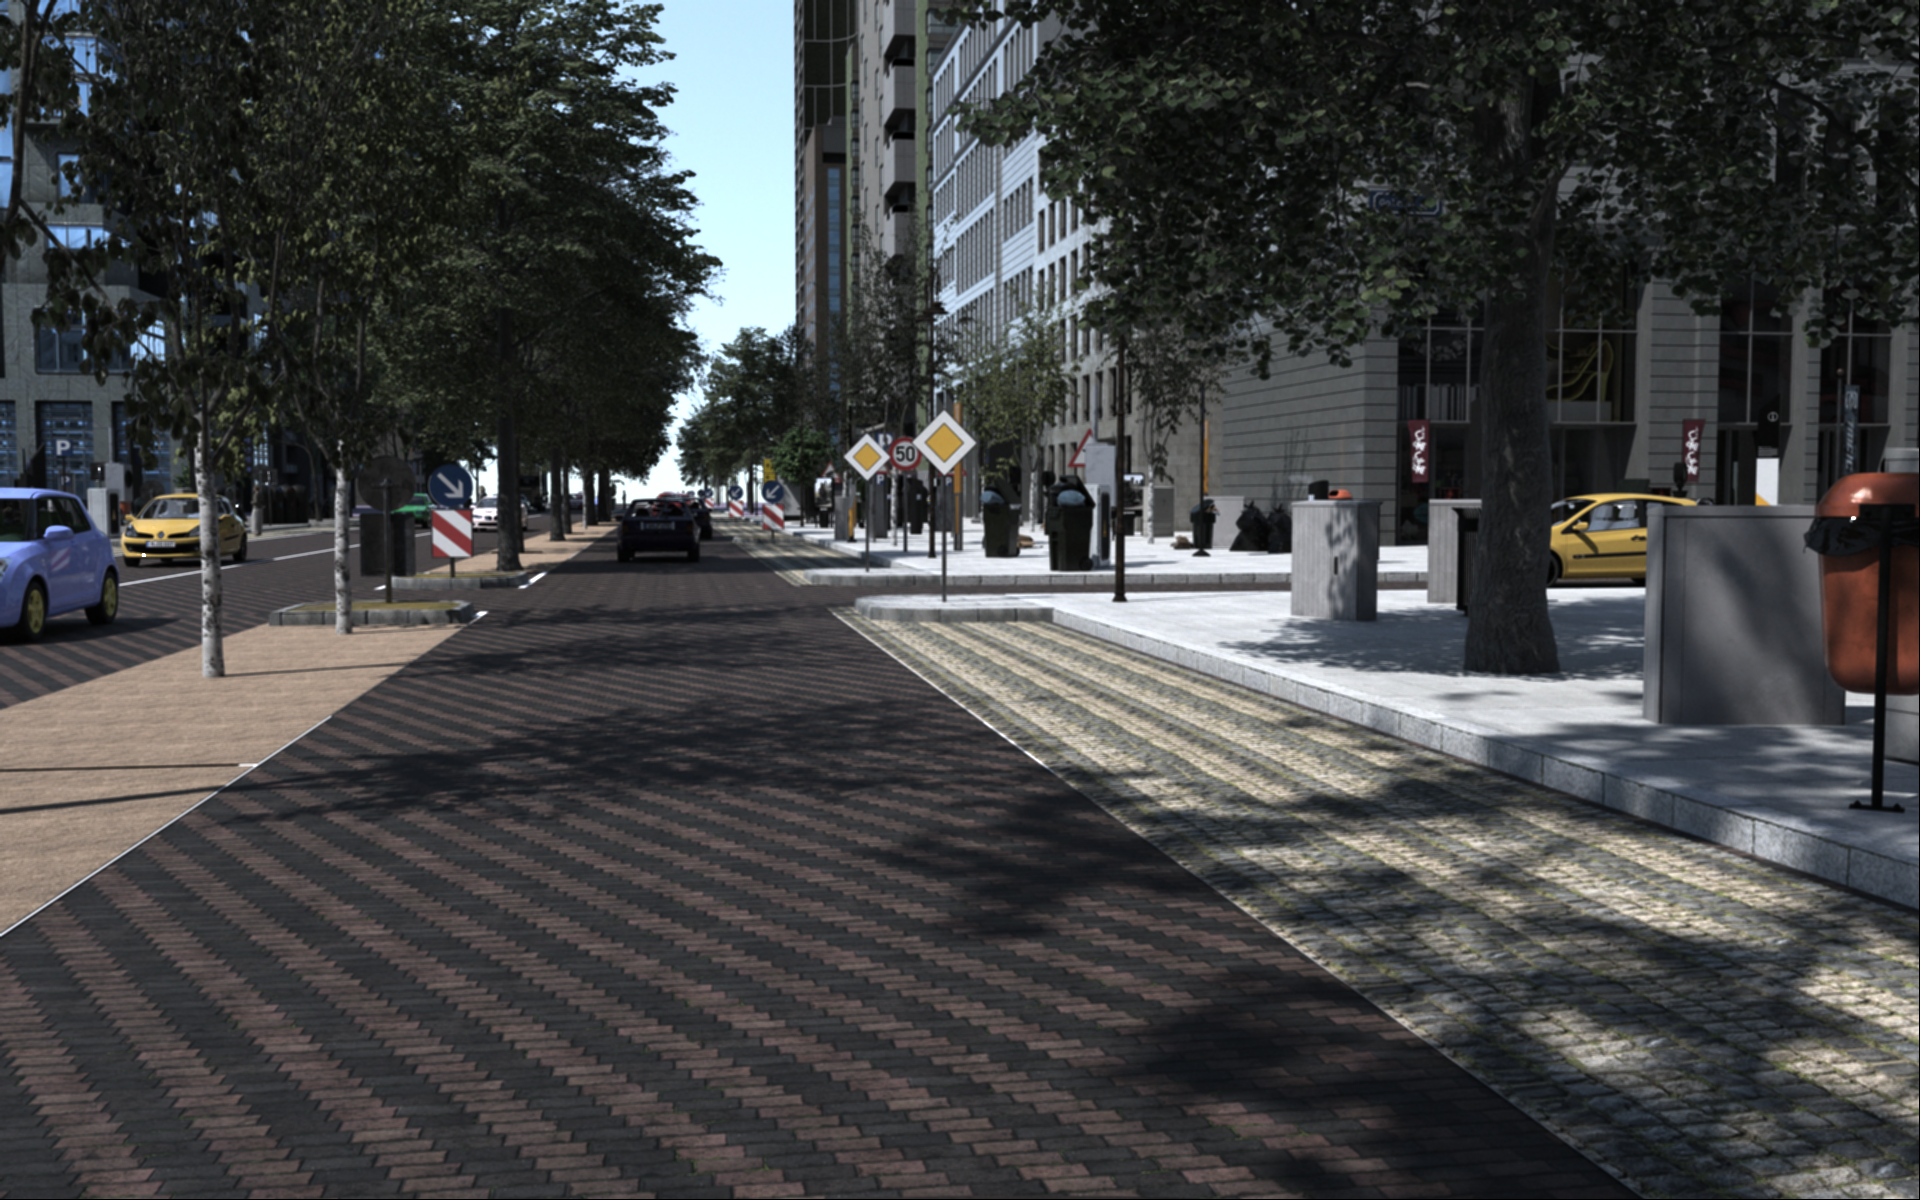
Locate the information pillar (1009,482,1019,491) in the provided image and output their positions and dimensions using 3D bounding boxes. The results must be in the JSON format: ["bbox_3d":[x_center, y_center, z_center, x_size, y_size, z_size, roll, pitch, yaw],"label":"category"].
[{"bbox_3d":[1.983,-3.613,63.568,0.304,2.012,0.304,-2,4,-25],"label":"information pillar"}]

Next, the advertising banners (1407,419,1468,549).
[{"bbox_3d":[11.394,-2.688,40.143,2.074,3.025,0.090,2,4,25],"label":"advertising banners"}]

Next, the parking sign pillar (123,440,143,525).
[{"bbox_3d":[-34.630,-5.153,72.722,1.447,3.967,1.447,-2,4,-28],"label":"parking sign pillar"}]

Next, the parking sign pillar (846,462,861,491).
[{"bbox_3d":[-5.762,-6.699,97.993,1.447,3.967,1.447,1,4,16],"label":"parking sign pillar"}]

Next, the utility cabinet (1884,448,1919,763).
[{"bbox_3d":[5.042,0.019,8.360,1.173,1.500,0.318,-1,4,-16],"label":"utility cabinet"}]

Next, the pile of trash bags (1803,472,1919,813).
[{"bbox_3d":[5.070,0.198,6.517,3.447,1.369,1.912,2,4,30],"label":"pile of trash bags"}]

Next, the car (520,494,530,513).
[{"bbox_3d":[-33.590,-7.294,131.053,2.131,1.459,4.920,-1,4,-9],"label":"car"}]

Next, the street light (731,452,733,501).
[{"bbox_3d":[-18.870,-10.408,142.960,0.468,5.910,1.993,-1,4,-10],"label":"street light"}]

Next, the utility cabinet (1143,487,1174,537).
[{"bbox_3d":[5.868,-2.595,51.109,0.318,1.500,1.173,3,5,42],"label":"utility cabinet"}]

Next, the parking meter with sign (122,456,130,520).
[{"bbox_3d":[-37.933,-5.022,78.366,1.738,3.016,0.543,2,4,26],"label":"parking meter with sign"}]

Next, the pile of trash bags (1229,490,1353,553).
[{"bbox_3d":[7.470,-1.731,38.056,1.912,1.369,3.447,-2,4,-26],"label":"pile of trash bags"}]

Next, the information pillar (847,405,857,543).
[{"bbox_3d":[-2.849,-3.333,45.852,0.183,3.616,0.504,1,4,11],"label":"information pillar"}]

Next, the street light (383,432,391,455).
[{"bbox_3d":[-33.414,-7.833,100.861,0.468,5.910,1.993,-1,4,-10],"label":"street light"}]

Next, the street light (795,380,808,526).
[{"bbox_3d":[-6.266,-5.858,68.563,0.468,5.910,1.993,-1,4,-10],"label":"street light"}]

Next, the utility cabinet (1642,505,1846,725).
[{"bbox_3d":[4.408,0.087,9.734,1.020,1.237,0.306,0,4,3],"label":"utility cabinet"}]

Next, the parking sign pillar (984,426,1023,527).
[{"bbox_3d":[1.794,-4.909,68.729,1.447,3.967,1.447,0,4,2],"label":"parking sign pillar"}]

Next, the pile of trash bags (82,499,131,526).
[{"bbox_3d":[-34.671,-3.686,70.019,1.912,1.369,3.447,1,4,8],"label":"pile of trash bags"}]

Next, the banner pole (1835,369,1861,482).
[{"bbox_3d":[17.795,-2.741,34.838,0.863,3.779,0.401,-2,4,-29],"label":"banner pole"}]

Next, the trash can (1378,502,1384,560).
[{"bbox_3d":[7.493,-1.258,32.218,0.748,1.137,0.748,0,3,0],"label":"trash can"}]

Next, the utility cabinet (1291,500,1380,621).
[{"bbox_3d":[3.856,-0.412,17.896,0.306,1.237,1.020,-2,4,-30],"label":"utility cabinet"}]

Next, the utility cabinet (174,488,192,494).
[{"bbox_3d":[-28.613,-3.377,63.888,0.318,1.500,1.173,0,4,-8],"label":"utility cabinet"}]

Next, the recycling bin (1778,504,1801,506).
[{"bbox_3d":[19.712,-1.785,41.743,0.722,1.027,0.722,-2,4,-29],"label":"recycling bin"}]

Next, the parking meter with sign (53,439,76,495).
[{"bbox_3d":[-28.686,-3.636,55.701,0.543,3.016,1.738,-1,4,-20],"label":"parking meter with sign"}]

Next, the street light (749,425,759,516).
[{"bbox_3d":[-13.163,-8.344,109.217,0.468,5.910,1.993,-1,4,-10],"label":"street light"}]

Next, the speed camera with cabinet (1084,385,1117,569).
[{"bbox_3d":[2.423,-2.225,30.715,0.660,3.252,2.038,1,4,17],"label":"speed camera with cabinet"}]

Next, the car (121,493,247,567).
[{"bbox_3d":[-15.902,-1.551,35.577,2.015,1.641,3.980,-1,4,-11],"label":"car"}]

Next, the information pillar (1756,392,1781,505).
[{"bbox_3d":[18.739,-2.984,40.143,0.504,3.616,0.183,3,4,38],"label":"information pillar"}]

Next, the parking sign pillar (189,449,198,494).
[{"bbox_3d":[-29.989,-4.891,68.435,1.447,3.967,1.447,0,4,-5],"label":"parking sign pillar"}]

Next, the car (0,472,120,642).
[{"bbox_3d":[-9.982,-0.498,17.735,1.945,1.707,3.694,-1,4,-10],"label":"car"}]

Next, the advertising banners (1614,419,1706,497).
[{"bbox_3d":[16.362,-2.711,40.513,2.074,3.025,0.090,0,4,1],"label":"advertising banners"}]

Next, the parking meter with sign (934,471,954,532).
[{"bbox_3d":[-0.486,-3.818,58.686,0.543,3.016,1.738,-1,4,-20],"label":"parking meter with sign"}]

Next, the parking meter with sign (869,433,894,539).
[{"bbox_3d":[-2.343,-3.298,50.189,0.543,3.016,1.738,-1,4,-14],"label":"parking meter with sign"}]

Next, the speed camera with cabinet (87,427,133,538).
[{"bbox_3d":[-24.883,-3.449,50.733,0.660,3.252,2.038,0,4,-6],"label":"speed camera with cabinet"}]

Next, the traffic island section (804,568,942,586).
[{"bbox_3d":[-1.503,-0.380,28.487,2.009,0.180,2.903,-1,4,-10],"label":"traffic island section"}]

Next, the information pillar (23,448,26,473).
[{"bbox_3d":[-47.819,-5.945,88.557,0.183,3.616,0.504,-2,4,-30],"label":"information pillar"}]

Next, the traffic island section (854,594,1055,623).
[{"bbox_3d":[-0.168,0.102,20.614,2.009,0.180,2.903,-1,4,-10],"label":"traffic island section"}]

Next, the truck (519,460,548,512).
[{"bbox_3d":[-35.548,-9.416,142.867,2.839,4.237,11.283,-1,4,-11],"label":"truck"}]

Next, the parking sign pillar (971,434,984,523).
[{"bbox_3d":[1.205,-5.374,76.335,1.447,3.967,1.447,1,4,17],"label":"parking sign pillar"}]

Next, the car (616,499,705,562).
[{"bbox_3d":[-6.559,-1.547,37.878,1.945,1.354,3.894,-1,4,-8],"label":"car"}]

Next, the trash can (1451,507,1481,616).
[{"bbox_3d":[5.546,-0.401,18.218,0.748,1.137,0.748,0,3,0],"label":"trash can"}]

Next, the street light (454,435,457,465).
[{"bbox_3d":[-39.179,-9.899,134.637,0.468,5.910,1.993,-1,4,-10],"label":"street light"}]

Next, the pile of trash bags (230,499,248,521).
[{"bbox_3d":[-34.955,-4.338,80.681,3.447,1.369,1.912,1,4,14],"label":"pile of trash bags"}]

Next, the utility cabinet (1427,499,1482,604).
[{"bbox_3d":[6.024,-0.561,20.330,1.020,1.237,0.306,1,4,15],"label":"utility cabinet"}]

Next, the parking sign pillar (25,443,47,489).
[{"bbox_3d":[-48.515,-6.267,90.937,1.447,3.967,1.447,0,4,0],"label":"parking sign pillar"}]

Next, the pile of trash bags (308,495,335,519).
[{"bbox_3d":[-33.676,-4.866,89.319,3.447,1.369,1.912,-2,4,-30],"label":"pile of trash bags"}]

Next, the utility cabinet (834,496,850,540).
[{"bbox_3d":[-3.313,-2.306,48.857,0.306,1.237,1.020,0,4,5],"label":"utility cabinet"}]

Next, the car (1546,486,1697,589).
[{"bbox_3d":[9.721,-1.013,26.792,3.980,1.641,2.015,-1,4,-9],"label":"car"}]

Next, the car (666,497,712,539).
[{"bbox_3d":[-9.000,-2.673,56.283,1.945,1.354,3.894,-1,4,-11],"label":"car"}]

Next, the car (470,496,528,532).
[{"bbox_3d":[-17.776,-3.333,66.858,2.083,1.381,4.827,-1,4,-9],"label":"car"}]

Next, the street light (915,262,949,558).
[{"bbox_3d":[-0.561,-3.784,34.662,0.468,5.910,1.993,-1,4,-10],"label":"street light"}]

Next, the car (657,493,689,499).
[{"bbox_3d":[-12.347,-4.012,74.632,2.155,1.783,4.494,-1,4,-11],"label":"car"}]

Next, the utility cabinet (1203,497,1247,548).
[{"bbox_3d":[6.387,-1.869,41.727,1.020,1.237,0.306,2,4,24],"label":"utility cabinet"}]

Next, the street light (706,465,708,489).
[{"bbox_3d":[-32.940,-15.483,225.941,0.468,5.910,1.993,-1,4,-10],"label":"street light"}]

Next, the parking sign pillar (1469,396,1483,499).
[{"bbox_3d":[13.170,-3.239,41.424,1.447,3.967,1.447,-1,4,-16],"label":"parking sign pillar"}]

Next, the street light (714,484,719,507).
[{"bbox_3d":[-27.098,-13.381,191.563,0.468,5.910,1.993,-1,4,-10],"label":"street light"}]

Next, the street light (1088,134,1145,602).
[{"bbox_3d":[1.906,-2.917,20.482,0.468,5.910,1.993,-1,4,-10],"label":"street light"}]

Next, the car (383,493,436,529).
[{"bbox_3d":[-23.063,-3.908,72.686,1.959,1.807,4.718,-1,4,-11],"label":"car"}]
